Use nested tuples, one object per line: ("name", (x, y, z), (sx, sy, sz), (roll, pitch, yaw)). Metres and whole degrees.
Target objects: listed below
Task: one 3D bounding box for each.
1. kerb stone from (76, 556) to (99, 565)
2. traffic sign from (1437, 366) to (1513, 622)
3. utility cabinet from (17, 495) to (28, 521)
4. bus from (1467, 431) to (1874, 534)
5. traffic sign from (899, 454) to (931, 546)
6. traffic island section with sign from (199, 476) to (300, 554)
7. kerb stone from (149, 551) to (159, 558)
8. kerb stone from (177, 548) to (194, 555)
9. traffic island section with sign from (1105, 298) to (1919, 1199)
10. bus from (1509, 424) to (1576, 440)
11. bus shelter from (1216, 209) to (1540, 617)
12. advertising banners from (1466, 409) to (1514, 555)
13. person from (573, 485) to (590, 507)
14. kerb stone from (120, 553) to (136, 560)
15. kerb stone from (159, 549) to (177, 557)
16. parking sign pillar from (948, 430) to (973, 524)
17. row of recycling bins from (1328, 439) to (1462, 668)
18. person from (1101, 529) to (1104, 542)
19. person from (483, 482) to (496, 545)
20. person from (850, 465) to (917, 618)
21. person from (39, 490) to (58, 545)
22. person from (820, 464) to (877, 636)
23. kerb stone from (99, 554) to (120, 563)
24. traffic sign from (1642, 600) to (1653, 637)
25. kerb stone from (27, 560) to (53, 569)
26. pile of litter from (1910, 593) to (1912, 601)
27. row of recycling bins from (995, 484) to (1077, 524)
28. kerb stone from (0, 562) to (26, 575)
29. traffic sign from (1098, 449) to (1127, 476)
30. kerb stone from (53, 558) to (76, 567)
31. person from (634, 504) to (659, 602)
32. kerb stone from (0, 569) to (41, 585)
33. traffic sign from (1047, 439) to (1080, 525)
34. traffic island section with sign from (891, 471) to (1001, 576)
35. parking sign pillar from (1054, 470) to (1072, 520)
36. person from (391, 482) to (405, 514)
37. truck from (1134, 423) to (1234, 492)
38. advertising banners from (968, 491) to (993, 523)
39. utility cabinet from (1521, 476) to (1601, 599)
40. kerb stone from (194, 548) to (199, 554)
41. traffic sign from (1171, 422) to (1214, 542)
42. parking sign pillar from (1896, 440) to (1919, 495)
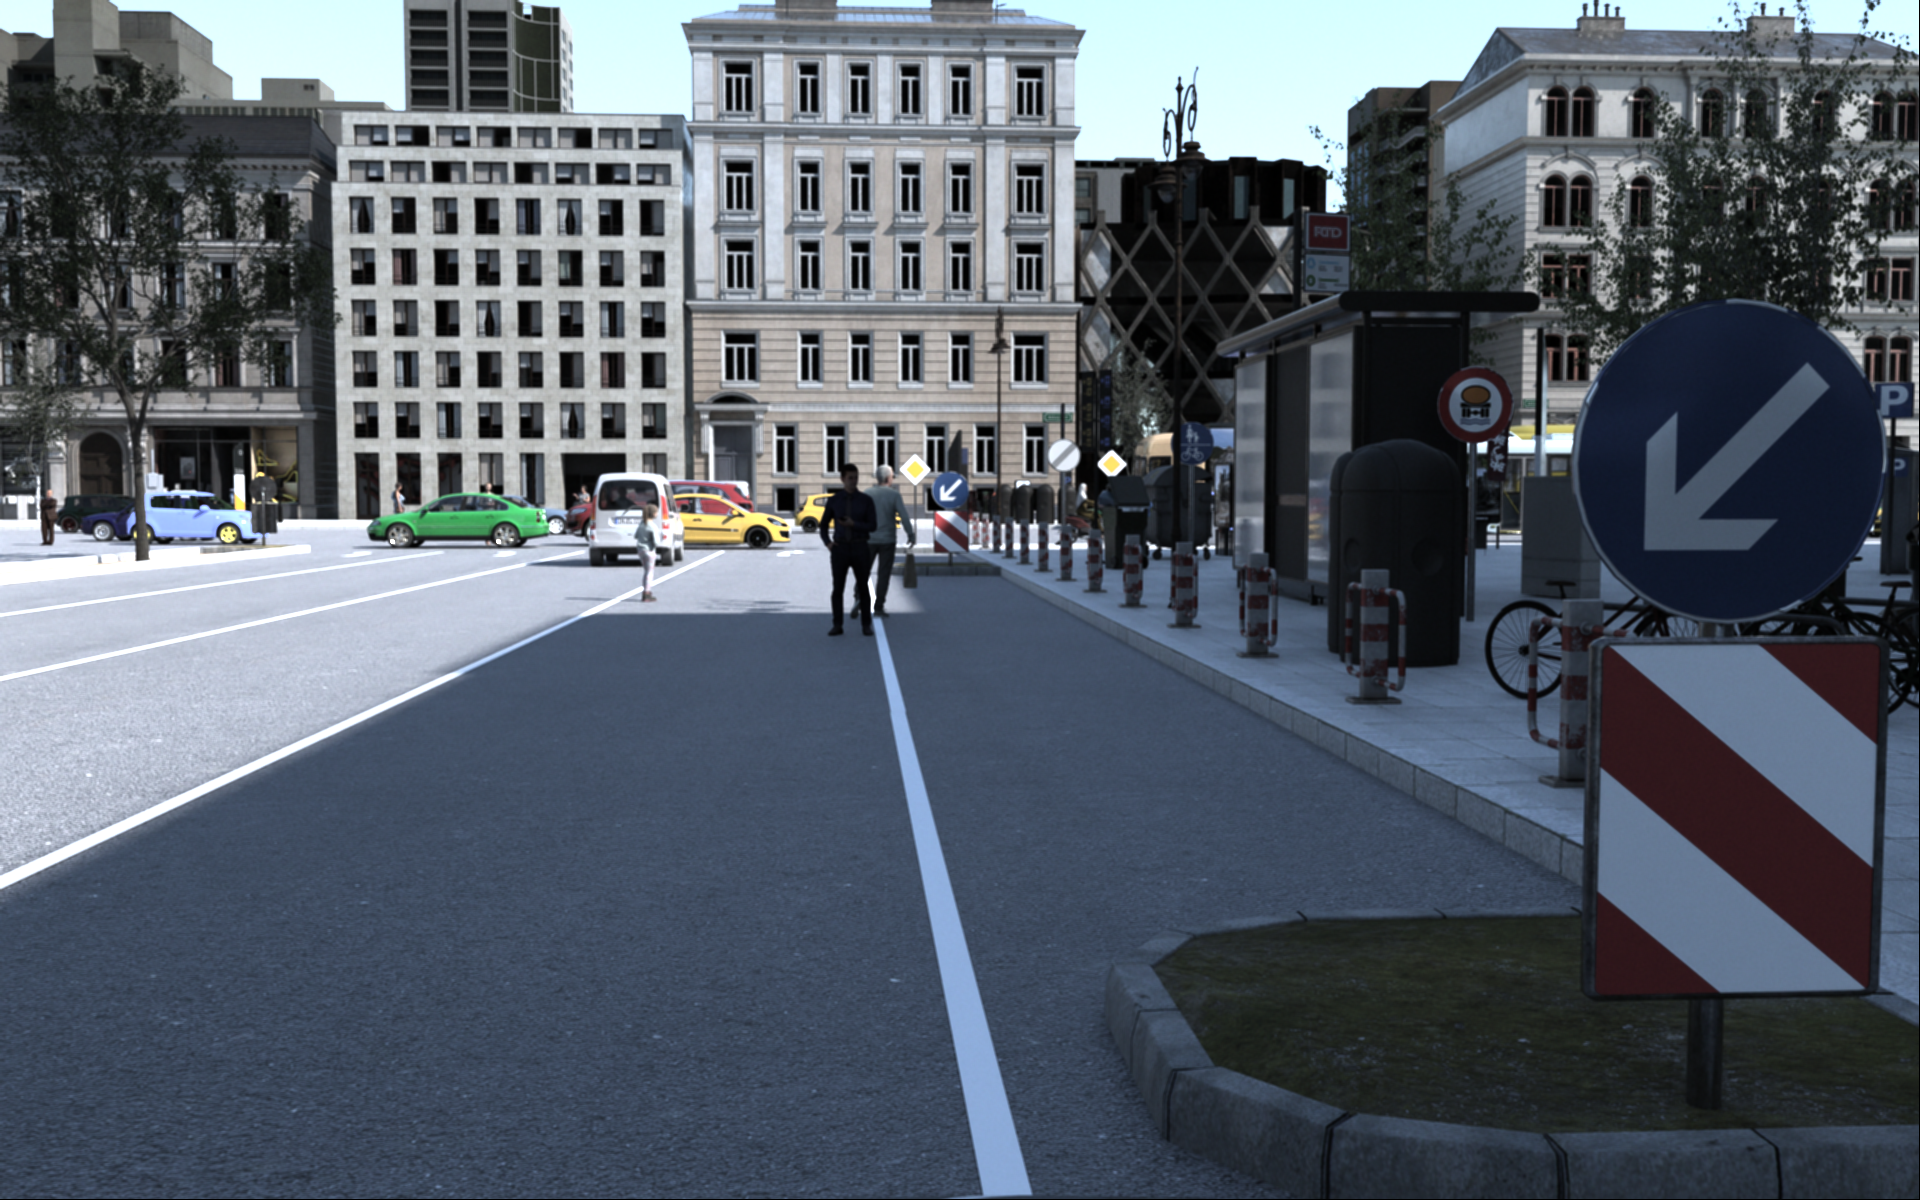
("kerb stone", (-17.787, -0.786, 35.110), (0.120, 0.150, 1.000), (0, 4, -4))
("traffic sign", (5.144, -1.057, 17.388), (0.768, 2.556, 0.104), (0, 4, -3))
("utility cabinet", (-44.712, -4.368, 82.572), (0.306, 1.237, 1.020), (-1, 4, -19))
("bus", (20.604, -3.415, 50.703), (13.247, 3.499, 2.948), (0, 4, -4))
("traffic sign", (-1.111, -2.405, 42.972), (0.795, 2.450, 0.064), (0, 4, -4))
("traffic island section with sign", (-17.199, -2.087, 42.251), (2.006, 1.907, 1.989), (0, 4, -4))
("kerb stone", (-17.987, -0.980, 38.216), (0.120, 0.150, 1.000), (0, 4, -4))
("kerb stone", (-18.125, -1.106, 40.276), (0.120, 0.150, 1.000), (0, 4, -4))
("traffic island section with sign", (1.415, 0.265, 4.302), (1.989, 1.847, 2.006), (0, 4, -4))
("bus", (23.770, -4.311, 62.030), (12.252, 3.916, 2.896), (0, 4, -2))
("bus shelter", (4.682, -2.726, 22.201), (2.179, 5.291, 8.768), (0, 4, -4))
("advertising banners", (10.459, -2.446, 36.181), (2.074, 3.025, 0.090), (1, 4, 21))
("person", (-14.987, -3.639, 68.354), (0.716, 1.782, 0.532), (1, 4, 16))
("kerb stone", (-17.929, -0.917, 37.185), (0.120, 0.150, 1.000), (0, 4, -4))
("kerb stone", (-18.061, -1.043, 39.243), (0.120, 0.150, 1.000), (0, 4, -4))
("parking sign pillar", (-0.099, -5.202, 73.525), (1.447, 3.967, 1.447), (-1, 4, -21))
("row of recycling bins", (3.585, -0.449, 14.446), (1.069, 1.692, 3.534), (1, 4, 13))
("person", (4.450, -2.662, 52.291), (0.573, 1.790, 0.520), (1, 4, 19))
("person", (-13.160, -2.407, 48.397), (0.519, 1.759, 0.362), (-3, 5, -44))
("person", (-0.848, -0.672, 19.974), (0.782, 1.767, 0.515), (1, 4, 17))
("person", (-25.513, -2.308, 48.503), (0.482, 1.546, 0.388), (0, 4, -5))
("person", (-1.129, -0.511, 17.560), (0.576, 1.737, 0.504), (0, 4, -6))
("kerb stone", (-17.862, -0.850, 36.146), (0.120, 0.150, 1.000), (0, 4, -4))
("traffic sign", (5.816, -0.885, 14.578), (0.768, 2.556, 0.104), (0, 4, -3))
("kerb stone", (-17.651, -0.656, 33.057), (0.120, 0.150, 1.000), (0, 4, -4))
("pile of litter", (10.819, -0.266, 18.322), (1.719, 0.858, 1.176), (-1, 4, -17))
("row of recycling bins", (3.236, -4.086, 73.918), (3.534, 1.692, 1.069), (1, 4, 10))
("kerb stone", (-17.596, -0.602, 32.032), (0.120, 0.150, 1.000), (0, 4, -4))
("traffic sign", (3.855, -2.625, 44.099), (0.795, 2.450, 0.064), (0, 4, 5))
("kerb stone", (-17.723, -0.727, 34.080), (0.120, 0.150, 1.000), (0, 4, -4))
("person", (-4.165, -0.635, 23.168), (0.425, 1.301, 0.394), (2, 4, 24))
("kerb stone", (-15.239, -0.360, 28.089), (0.120, 0.150, 1.000), (0, 4, -4))
("traffic sign", (2.395, -2.443, 40.049), (0.768, 2.556, 0.104), (0, 4, -1))
("traffic island section with sign", (-0.317, -1.384, 31.262), (1.989, 1.847, 2.006), (0, 4, -4))
("parking sign pillar", (5.256, -5.947, 85.704), (1.447, 3.967, 1.447), (0, 4, -3))
("person", (-18.483, -2.954, 56.897), (0.778, 1.811, 0.616), (-1, 4, -21))
("truck", (11.955, -4.918, 69.318), (11.283, 4.237, 2.839), (0, 4, -3))
("advertising banners", (0.538, -4.926, 76.726), (2.074, 3.025, 0.090), (2, 4, 29))
("utility cabinet", (7.419, -0.776, 21.360), (0.318, 1.500, 1.173), (-1, 4, -17))
("kerb stone", (-18.191, -1.164, 41.300), (0.120, 0.150, 1.000), (0, 4, -4))
("traffic sign", (4.100, -1.870, 30.679), (0.768, 2.556, 0.104), (0, 4, -3))
("parking sign pillar", (47.398, -5.996, 86.512), (1.447, 3.967, 1.447), (3, 5, 44))
